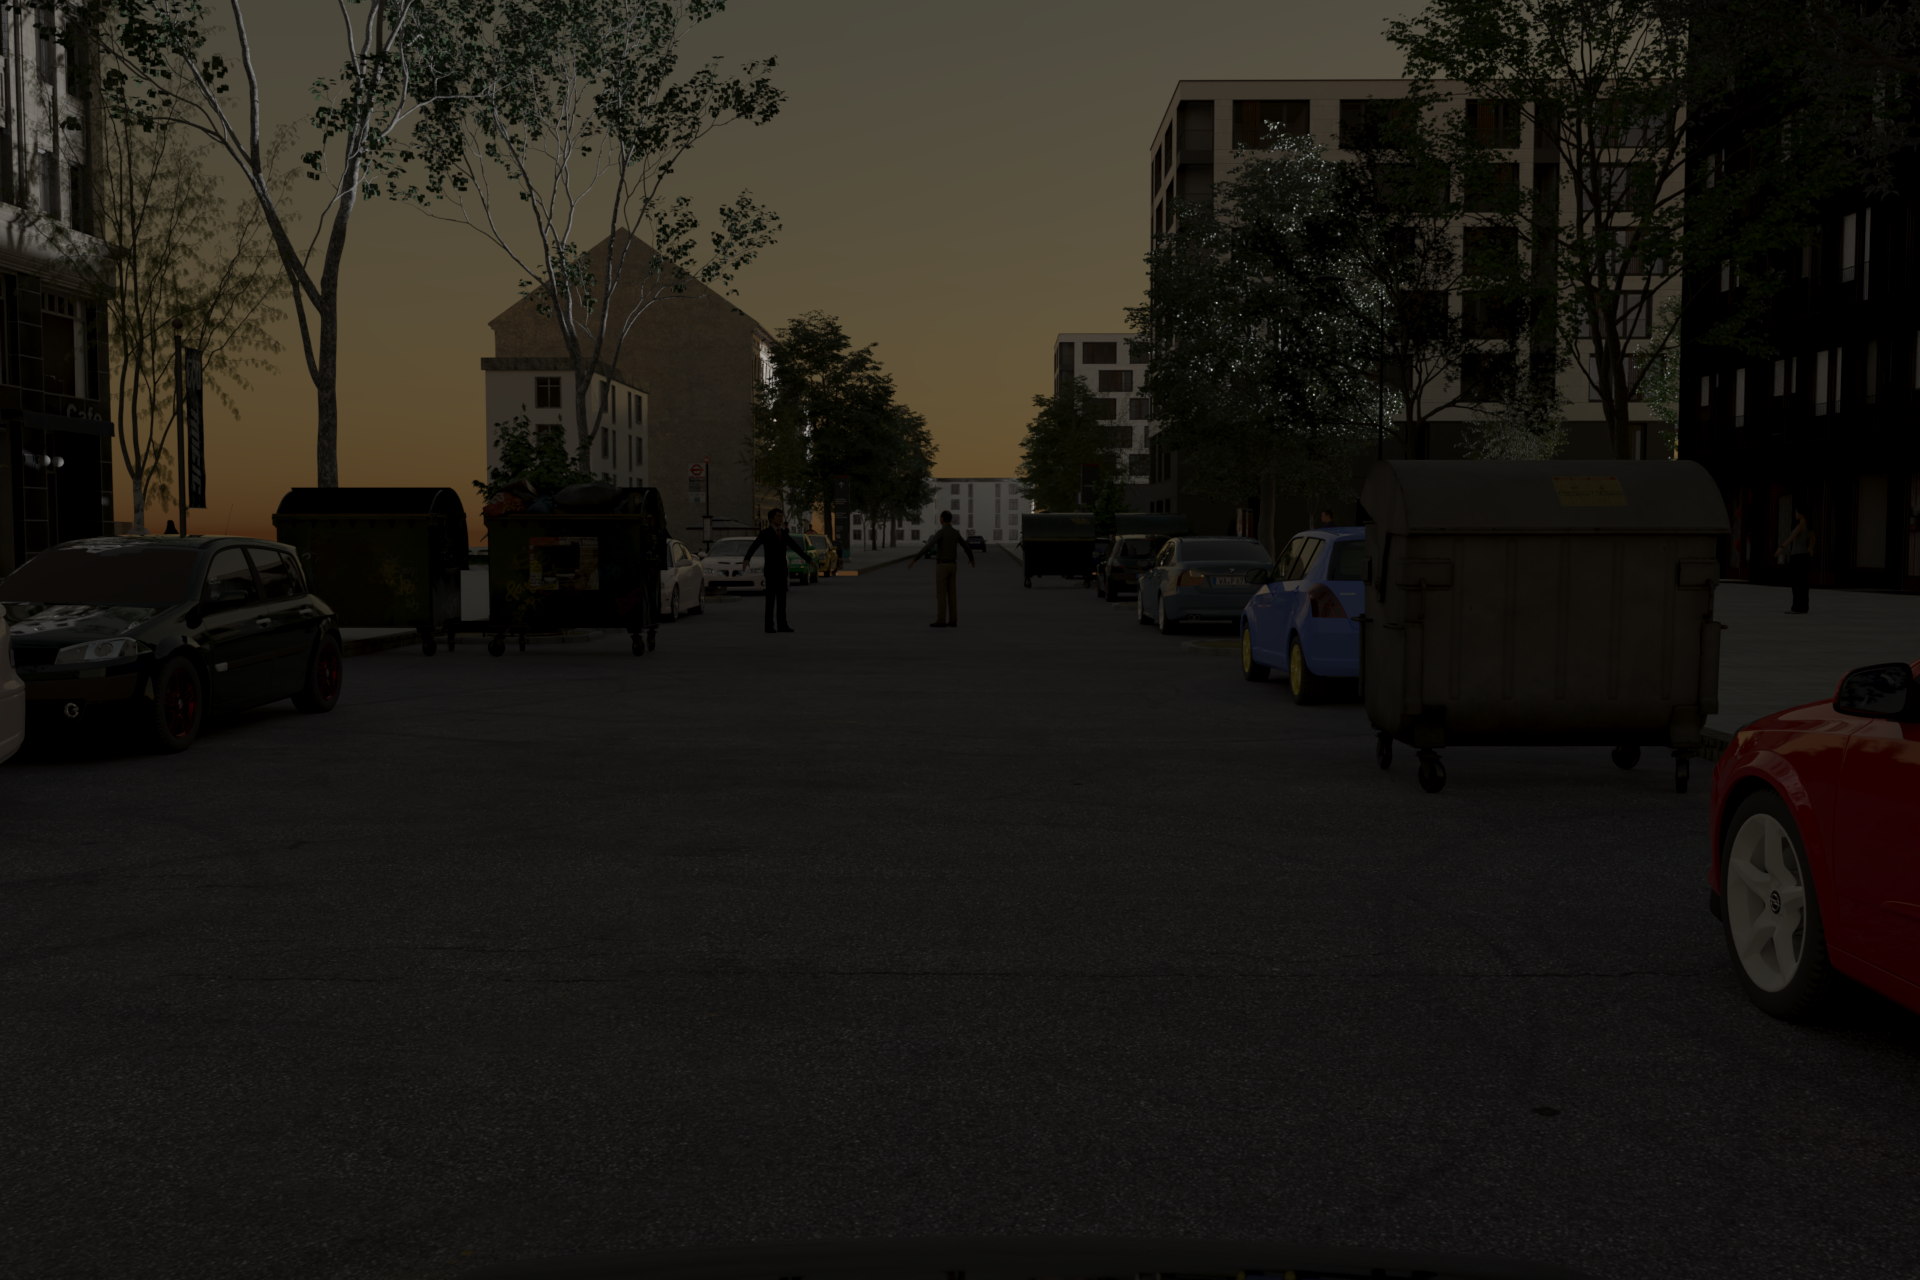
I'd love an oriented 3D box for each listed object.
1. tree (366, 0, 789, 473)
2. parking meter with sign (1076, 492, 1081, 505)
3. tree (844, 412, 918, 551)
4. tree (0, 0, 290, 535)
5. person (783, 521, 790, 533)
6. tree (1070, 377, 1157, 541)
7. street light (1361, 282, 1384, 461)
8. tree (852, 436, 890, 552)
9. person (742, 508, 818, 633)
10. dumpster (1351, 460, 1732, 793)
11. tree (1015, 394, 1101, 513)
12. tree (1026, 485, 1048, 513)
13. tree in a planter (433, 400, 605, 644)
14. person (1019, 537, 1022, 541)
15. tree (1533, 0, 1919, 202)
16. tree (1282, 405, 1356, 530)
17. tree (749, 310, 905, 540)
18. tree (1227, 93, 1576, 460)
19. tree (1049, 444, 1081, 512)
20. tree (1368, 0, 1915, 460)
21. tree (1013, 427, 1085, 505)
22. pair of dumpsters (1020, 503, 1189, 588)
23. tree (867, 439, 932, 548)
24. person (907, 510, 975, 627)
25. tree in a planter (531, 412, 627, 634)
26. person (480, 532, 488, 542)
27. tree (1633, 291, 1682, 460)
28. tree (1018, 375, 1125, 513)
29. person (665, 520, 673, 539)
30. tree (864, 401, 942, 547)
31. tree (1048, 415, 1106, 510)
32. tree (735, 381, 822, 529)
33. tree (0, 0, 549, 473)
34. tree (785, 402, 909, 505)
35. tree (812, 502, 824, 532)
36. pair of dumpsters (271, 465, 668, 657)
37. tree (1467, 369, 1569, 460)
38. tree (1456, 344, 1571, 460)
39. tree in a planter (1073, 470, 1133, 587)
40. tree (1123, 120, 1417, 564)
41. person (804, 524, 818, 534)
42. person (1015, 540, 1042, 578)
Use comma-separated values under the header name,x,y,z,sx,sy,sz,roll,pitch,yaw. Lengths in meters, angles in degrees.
name,x,y,z,sx,sy,sz,roll,pitch,yaw
tree,-10.738,-11.845,49.550,12.611,20.169,13.585,0,3,0
parking meter with sign,5.067,-4.548,70.622,0.543,3.016,1.738,0,4,0
tree,-6.796,-12.798,135.003,9.928,11.665,9.643,0,3,0
tree,-11.549,-4.481,23.628,4.360,8.622,3.978,0,3,0
person,-7.354,-4.079,72.830,0.704,1.812,1.346,1,4,12
tree,6.914,-8.056,82.079,4.360,8.622,3.978,0,3,0
street light,8.123,-3.589,31.217,1.470,5.913,1.316,0,4,0
tree,-6.836,-10.614,123.902,4.737,8.622,4.395,0,3,0
person,-2.659,-1.013,25.203,1.347,1.806,0.705,-3,5,-44
dumpster,3.304,-0.112,10.044,1.865,1.857,1.264,0,4,0
tree,8.319,-13.624,140.879,7.486,12.596,7.792,0,3,0
tree,8.452,-13.097,164.504,4.737,8.622,4.395,0,3,0
tree in a planter,-5.915,-1.601,23.391,1.991,3.239,1.994,0,4,1
person,3.518,-5.401,95.109,0.721,1.733,1.217,-1,4,-18
tree,9.600,-6.310,13.536,12.009,13.543,11.850,0,3,0
tree,14.594,-7.390,71.190,4.360,8.622,3.978,0,3,0
tree,-7.430,-11.709,98.105,9.857,13.997,8.962,0,3,0
tree,9.563,-6.276,37.025,7.601,10.594,8.767,2,4,27
tree,8.755,-11.107,131.968,4.360,8.622,3.978,0,3,0
tree,9.724,-6.108,25.625,9.928,11.665,9.643,0,3,0
tree,8.529,-13.979,154.307,9.928,11.665,9.643,0,3,0
pair of dumpsters,3.818,-2.519,46.142,4.436,2.255,1.574,0,4,0
tree,-6.841,-13.482,154.835,8.767,10.594,7.601,-1,4,-11
person,-0.231,-1.099,26.700,1.348,1.796,0.705,-3,5,-42
tree in a planter,-5.910,-1.727,25.465,1.991,3.239,1.994,0,4,1
person,-21.965,-4.585,81.144,1.347,1.806,0.705,2,4,35
tree,29.540,-8.593,66.255,9.928,11.665,9.643,0,3,0
tree,7.935,-12.535,123.075,7.486,12.596,7.792,0,3,0
person,-10.359,-3.333,60.712,0.704,1.802,1.346,1,4,19
tree,-6.403,-15.874,166.192,9.857,13.997,8.962,0,3,0
tree,7.462,-9.551,106.523,4.737,8.622,4.395,0,3,0
tree,-8.402,-8.075,82.380,4.737,8.622,4.395,0,3,0
tree,-13.007,-10.824,32.856,12.611,20.169,13.585,0,3,0
tree,-7.751,-11.049,115.071,8.767,10.594,7.601,0,4,-6
tree,-19.546,-18.615,254.711,4.360,8.622,3.978,0,3,0
pair of dumpsters,-5.798,-0.961,20.663,4.436,2.255,1.574,0,4,1
tree,24.342,-7.608,74.750,4.737,8.622,4.395,0,3,0
tree,21.456,-7.046,65.560,4.360,8.622,3.978,0,3,0
tree in a planter,4.135,-3.102,47.942,1.991,3.239,1.994,0,4,1
tree,9.875,-9.095,55.358,9.857,13.997,8.962,0,3,0
person,-8.199,-5.447,94.992,1.347,1.837,0.705,1,4,11
person,2.486,-2.962,57.022,1.348,1.813,0.705,0,4,7
